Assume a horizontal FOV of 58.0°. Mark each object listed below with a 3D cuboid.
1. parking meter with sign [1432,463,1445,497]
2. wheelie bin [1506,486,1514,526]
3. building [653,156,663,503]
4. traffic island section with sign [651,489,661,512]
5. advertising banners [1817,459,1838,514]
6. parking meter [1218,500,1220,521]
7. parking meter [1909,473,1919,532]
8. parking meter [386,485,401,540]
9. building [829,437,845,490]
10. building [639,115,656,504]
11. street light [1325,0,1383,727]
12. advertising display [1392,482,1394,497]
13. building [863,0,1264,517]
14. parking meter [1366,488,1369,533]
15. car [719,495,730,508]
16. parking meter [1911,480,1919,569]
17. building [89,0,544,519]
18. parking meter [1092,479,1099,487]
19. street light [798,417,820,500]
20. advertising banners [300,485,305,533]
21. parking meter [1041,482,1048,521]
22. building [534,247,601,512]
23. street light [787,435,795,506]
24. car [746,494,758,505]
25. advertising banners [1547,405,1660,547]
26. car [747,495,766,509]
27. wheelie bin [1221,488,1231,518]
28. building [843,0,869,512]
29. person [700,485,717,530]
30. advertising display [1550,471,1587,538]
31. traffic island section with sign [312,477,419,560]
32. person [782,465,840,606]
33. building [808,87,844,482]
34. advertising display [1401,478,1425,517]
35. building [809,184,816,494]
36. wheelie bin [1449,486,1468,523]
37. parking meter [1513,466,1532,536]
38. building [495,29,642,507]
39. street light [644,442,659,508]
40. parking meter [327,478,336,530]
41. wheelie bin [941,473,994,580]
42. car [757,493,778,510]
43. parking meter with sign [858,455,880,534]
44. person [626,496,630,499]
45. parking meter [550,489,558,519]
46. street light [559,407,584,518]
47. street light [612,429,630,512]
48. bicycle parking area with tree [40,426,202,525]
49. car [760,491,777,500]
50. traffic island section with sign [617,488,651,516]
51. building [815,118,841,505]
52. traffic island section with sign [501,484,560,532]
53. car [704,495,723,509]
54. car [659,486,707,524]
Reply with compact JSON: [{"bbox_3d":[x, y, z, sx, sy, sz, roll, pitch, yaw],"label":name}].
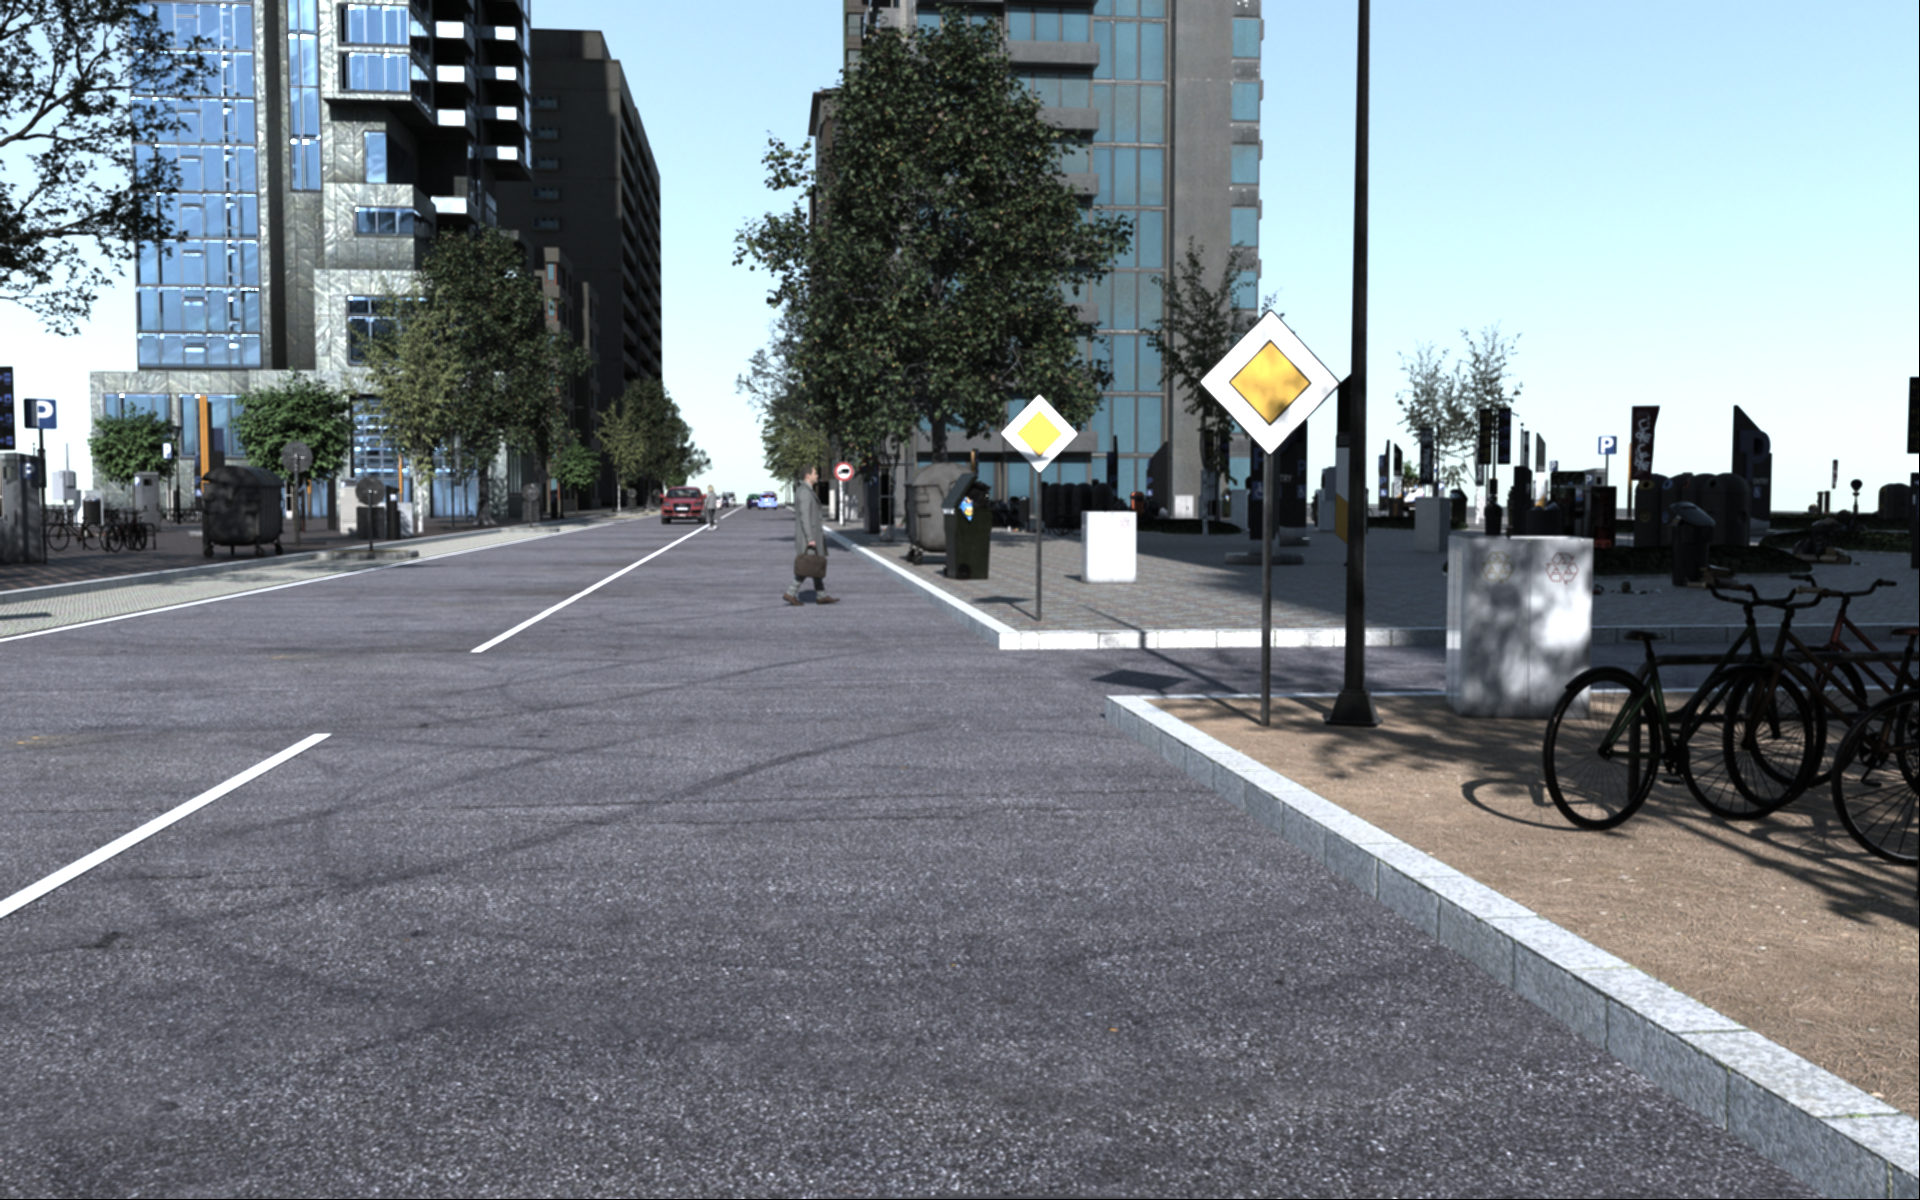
[{"bbox_3d":[26.184,-6.023,94.734,0.543,3.016,1.738,0,4,-6],"label":"parking meter with sign"},{"bbox_3d":[22.439,-3.776,69.653,0.693,1.594,0.980,-3,4,-38],"label":"wheelie bin"},{"bbox_3d":[-50.777,-37.000,228.648,21.300,48.544,21.600,0,4,-6],"label":"building"},{"bbox_3d":[-24.813,-8.161,142.067,1.989,1.847,2.006,0,4,-6],"label":"traffic island section with sign"},{"bbox_3d":[44.344,-5.649,88.555,0.090,3.025,2.074,0,4,2],"label":"advertising banners"},{"bbox_3d":[10.137,-3.696,68.840,0.372,1.533,0.369,0,3,0],"label":"parking meter"},{"bbox_3d":[26.079,-2.534,47.150,0.399,1.863,0.255,-2,4,-26],"label":"parking meter"},{"bbox_3d":[-15.879,-2.453,48.520,0.372,1.533,0.369,0,3,0],"label":"parking meter"},{"bbox_3d":[-7.389,-25.503,188.677,14.160,30.474,14.107,0,4,-6],"label":"building"},{"bbox_3d":[-48.307,-35.645,206.502,21.300,48.544,21.600,0,4,-6],"label":"building"},{"bbox_3d":[1.668,-2.258,9.463,1.470,5.913,1.316,0,4,-6],"label":"street light"},{"bbox_3d":[23.479,-5.381,93.189,0.123,1.923,0.974,3,4,36],"label":"advertising display"},{"bbox_3d":[5.518,-29.899,108.450,23.786,49.044,30.456,0,4,-6],"label":"building"},{"bbox_3d":[13.247,-2.973,57.012,0.372,1.533,0.369,0,3,0],"label":"parking meter"},{"bbox_3d":[-25.567,-10.542,184.946,1.945,1.354,3.894,0,4,-7],"label":"car"},{"bbox_3d":[16.623,-1.311,29.846,0.372,1.533,0.369,0,3,0],"label":"parking meter"},{"bbox_3d":[-36.746,-48.346,103.127,22.319,86.520,31.000,0,4,-6],"label":"building"},{"bbox_3d":[5.331,-3.824,68.237,0.255,1.863,0.399,0,4,1],"label":"parking meter"},{"bbox_3d":[-9.112,-8.100,104.980,1.470,5.913,1.316,0,4,-6],"label":"street light"},{"bbox_3d":[-21.931,-3.769,57.806,0.090,3.025,2.074,-2,4,-24],"label":"advertising banners"},{"bbox_3d":[4.228,-4.976,87.069,0.399,1.863,0.255,-3,5,-44],"label":"parking meter"},{"bbox_3d":[-43.416,-17.703,134.475,27.650,21.520,28.899,0,4,-6],"label":"building"},{"bbox_3d":[-12.707,-10.029,136.522,1.470,5.913,1.316,0,4,-6],"label":"street light"},{"bbox_3d":[-27.089,-13.363,227.287,1.959,1.807,4.718,0,4,-5],"label":"car"},{"bbox_3d":[12.815,-2.346,34.552,2.074,3.025,0.090,1,4,22],"label":"advertising banners"},{"bbox_3d":[-19.343,-9.315,164.873,1.945,1.354,3.894,0,4,-5],"label":"car"},{"bbox_3d":[14.282,-5.179,92.577,0.693,1.594,0.980,-1,4,-12],"label":"wheelie bin"},{"bbox_3d":[-1.809,-27.357,130.878,14.154,41.232,14.086,0,4,-6],"label":"building"},{"bbox_3d":[-9.973,-3.693,69.065,0.728,1.800,0.709,3,5,44],"label":"person"},{"bbox_3d":[17.050,-2.653,48.591,0.974,1.923,0.123,3,4,39],"label":"advertising display"},{"bbox_3d":[-13.177,-1.830,38.556,1.989,1.847,2.006,0,4,-6],"label":"traffic island section with sign"},{"bbox_3d":[-1.920,-0.841,22.355,0.767,1.812,0.694,-1,4,-9],"label":"person"},{"bbox_3d":[-4.793,-38.813,223.823,28.713,52.752,27.495,0,4,-6],"label":"building"},{"bbox_3d":[17.840,-3.852,68.201,0.974,1.923,0.123,-1,4,-15],"label":"advertising display"},{"bbox_3d":[-14.127,-36.347,244.378,14.600,45.320,14.200,0,4,-6],"label":"building"},{"bbox_3d":[19.279,-3.612,66.960,0.693,1.594,0.980,1,4,18],"label":"wheelie bin"},{"bbox_3d":[11.751,-1.864,36.183,0.255,1.863,0.399,3,5,43],"label":"parking meter"},{"bbox_3d":[-46.078,-34.334,185.057,21.300,48.544,21.600,0,4,-6],"label":"building"},{"bbox_3d":[-27.672,-11.161,155.027,1.470,5.913,1.316,0,4,-6],"label":"street light"},{"bbox_3d":[-22.422,-3.429,61.782,0.255,1.863,0.399,-2,4,-26],"label":"parking meter"},{"bbox_3d":[0.120,-1.119,26.204,0.693,1.594,0.980,-1,4,-20],"label":"wheelie bin"},{"bbox_3d":[-17.854,-9.224,160.395,1.945,1.707,3.694,0,4,-8],"label":"car"},{"bbox_3d":[-2.922,-3.694,56.657,0.543,3.016,1.738,-1,4,-13],"label":"parking meter with sign"},{"bbox_3d":[-32.706,-9.962,171.244,0.599,1.838,0.709,3,5,44],"label":"person"},{"bbox_3d":[-21.305,-5.045,90.900,0.372,1.533,0.369,0,3,0],"label":"parking meter"},{"bbox_3d":[-20.626,-7.302,91.925,1.470,5.913,1.316,0,4,-6],"label":"street light"},{"bbox_3d":[-24.167,-9.231,123.474,1.470,5.913,1.316,0,4,-6],"label":"street light"},{"bbox_3d":[-35.013,-5.386,75.057,9.016,4.147,8.231,-2,4,-30],"label":"bicycle parking area with tree"},{"bbox_3d":[-25.827,-13.776,233.915,2.281,1.827,5.304,0,4,-7],"label":"car"},{"bbox_3d":[-21.794,-6.523,115.281,1.989,1.847,2.006,0,4,-6],"label":"traffic island section with sign"},{"bbox_3d":[-9.071,-33.793,202.632,14.600,45.320,14.200,0,4,-6],"label":"building"},{"bbox_3d":[-16.183,-3.469,65.344,1.989,1.847,2.006,0,4,-6],"label":"traffic island section with sign"},{"bbox_3d":[-23.308,-9.202,162.806,2.083,1.381,4.827,0,4,-7],"label":"car"},{"bbox_3d":[-13.361,-4.599,83.872,2.281,1.827,5.304,0,4,-7],"label":"car"}]
